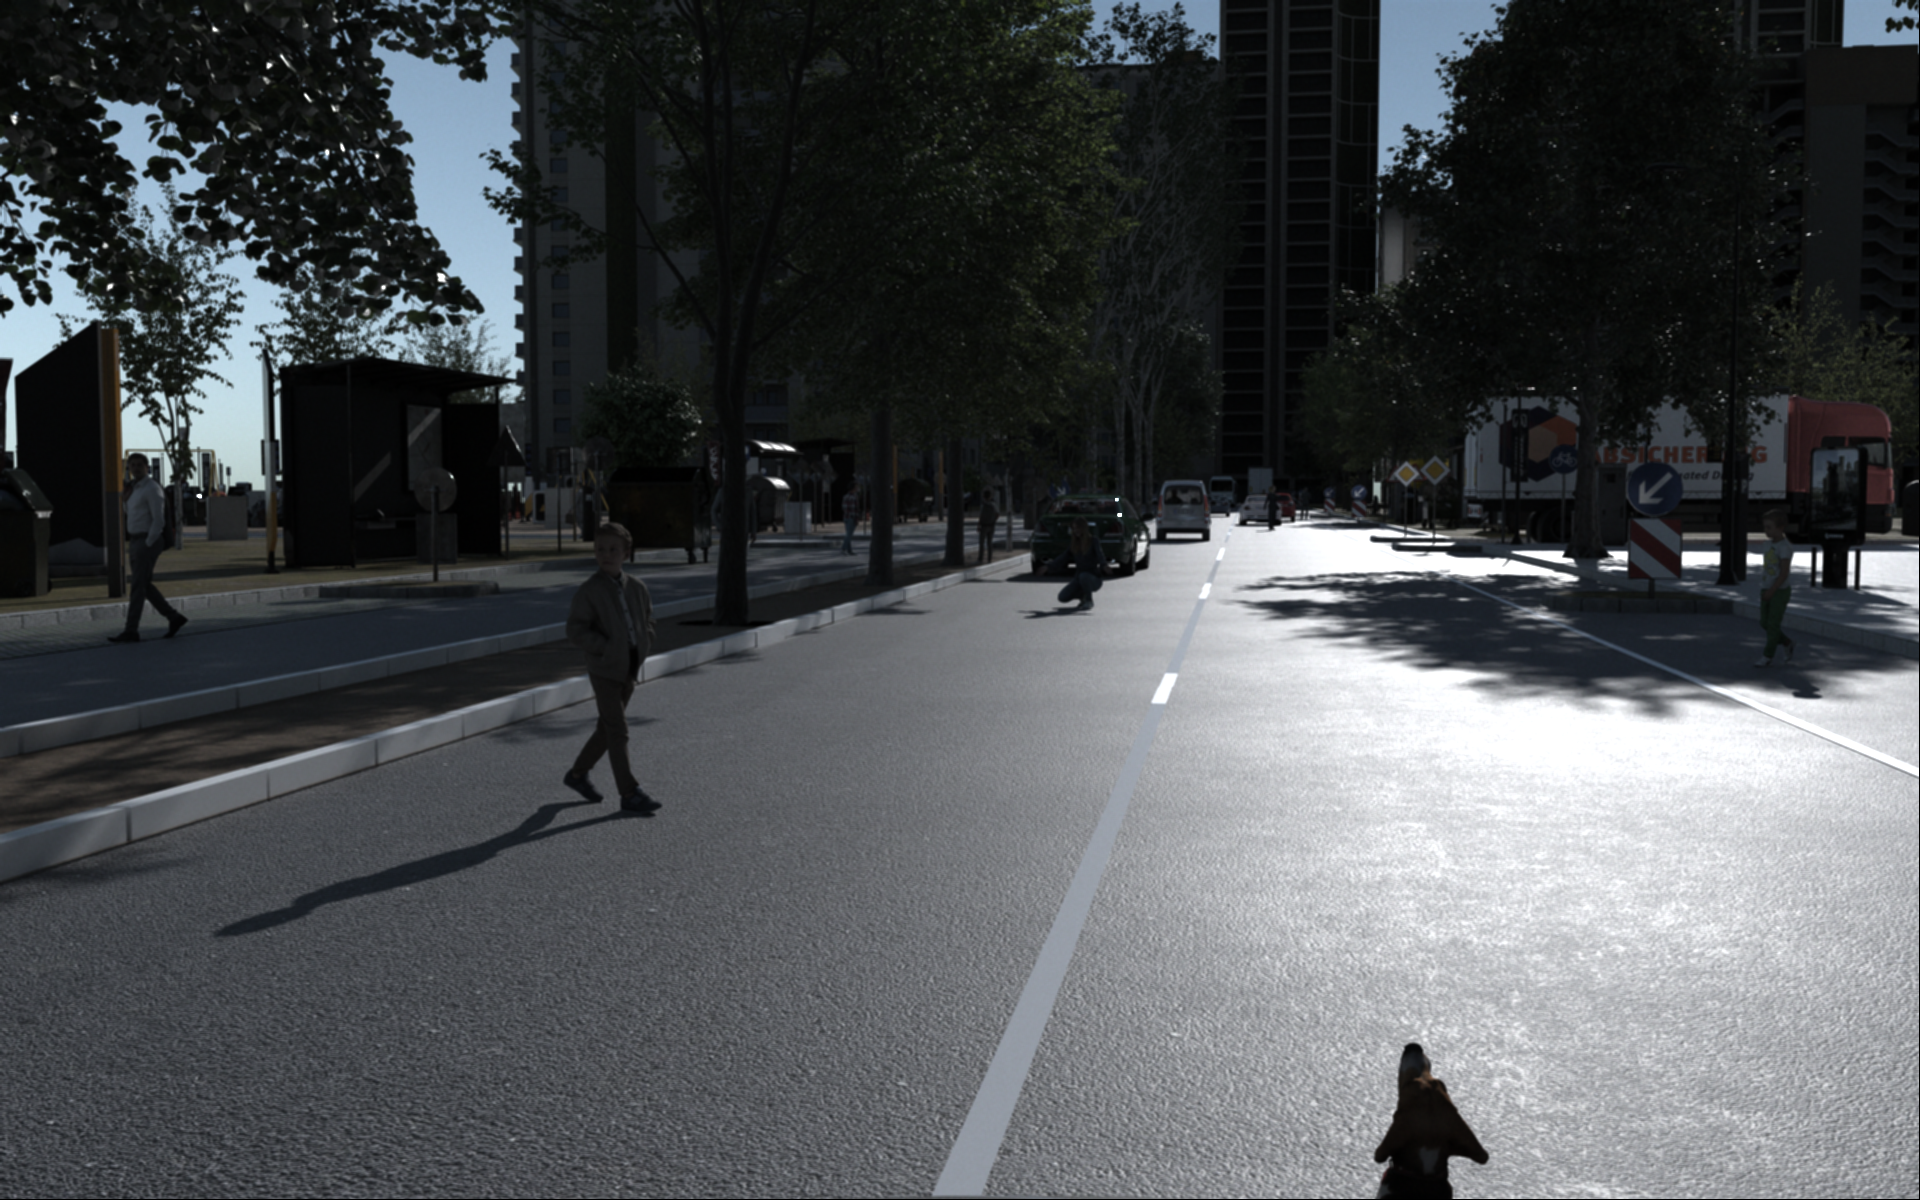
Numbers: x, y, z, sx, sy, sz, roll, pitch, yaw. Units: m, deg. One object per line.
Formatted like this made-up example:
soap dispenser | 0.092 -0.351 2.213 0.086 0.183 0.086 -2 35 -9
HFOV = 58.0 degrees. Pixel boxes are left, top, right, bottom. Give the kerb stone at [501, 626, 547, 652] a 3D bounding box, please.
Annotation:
kerb stone | -4.111 0.379 16.069 0.120 0.150 1.000 1 4 9

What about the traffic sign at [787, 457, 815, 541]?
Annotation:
traffic sign | -4.308 -2.648 46.930 0.795 2.450 0.064 1 4 9

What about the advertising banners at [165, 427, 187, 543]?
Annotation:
advertising banners | -20.853 -3.033 45.784 2.074 3.025 0.090 3 5 43

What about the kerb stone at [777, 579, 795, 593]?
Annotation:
kerb stone | -2.621 -0.181 25.152 0.120 0.150 1.000 1 4 9

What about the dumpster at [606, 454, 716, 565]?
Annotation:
dumpster | -6.126 -1.866 35.465 1.985 2.255 1.502 1 4 10

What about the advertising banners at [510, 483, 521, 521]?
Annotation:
advertising banners | -21.597 -5.311 83.024 0.090 3.025 2.074 -3 5 -39

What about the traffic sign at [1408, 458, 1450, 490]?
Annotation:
traffic sign | 26.395 -6.346 97.628 2.265 3.308 0.079 1 4 13

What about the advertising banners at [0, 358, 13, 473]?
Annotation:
advertising banners | -13.005 -1.564 21.762 2.074 3.025 0.090 -3 5 -40

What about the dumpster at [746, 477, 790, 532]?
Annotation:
dumpster | -6.613 -3.254 58.969 1.264 1.857 1.865 1 4 10

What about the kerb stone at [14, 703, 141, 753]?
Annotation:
kerb stone | -5.114 0.746 10.001 0.120 0.150 1.000 1 4 9

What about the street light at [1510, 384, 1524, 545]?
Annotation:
street light | 13.579 -4.359 43.813 1.470 5.913 1.316 1 4 9

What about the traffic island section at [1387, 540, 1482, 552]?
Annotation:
traffic island section | 12.136 -1.346 44.286 2.009 0.180 2.903 1 4 9

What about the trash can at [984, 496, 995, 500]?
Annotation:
trash can | 2.363 -7.210 129.531 0.748 1.137 0.748 0 3 0

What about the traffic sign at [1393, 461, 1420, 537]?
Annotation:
traffic sign | 13.411 -2.963 52.092 0.795 2.450 0.064 1 4 9

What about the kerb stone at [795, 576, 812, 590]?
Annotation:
kerb stone | -2.454 -0.242 26.160 0.120 0.150 1.000 1 4 9

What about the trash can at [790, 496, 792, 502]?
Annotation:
trash can | -11.654 -6.766 122.272 0.748 1.137 0.748 0 3 0

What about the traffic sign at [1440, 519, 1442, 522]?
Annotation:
traffic sign | 21.808 -4.791 78.447 0.768 2.556 0.104 1 4 19

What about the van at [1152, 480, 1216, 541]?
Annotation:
van | 7.024 -2.893 54.308 2.013 2.044 4.112 1 4 8

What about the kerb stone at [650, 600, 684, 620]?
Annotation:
kerb stone | -3.448 0.128 20.103 0.120 0.150 1.000 1 4 9

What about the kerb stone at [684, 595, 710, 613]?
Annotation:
kerb stone | -3.284 0.066 21.112 0.120 0.150 1.000 1 4 9

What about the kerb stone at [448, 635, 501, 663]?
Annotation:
kerb stone | -4.278 0.437 15.057 0.120 0.150 1.000 1 4 9

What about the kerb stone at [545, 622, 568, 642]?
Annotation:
kerb stone | -3.946 0.313 17.078 0.120 0.150 1.000 1 4 9

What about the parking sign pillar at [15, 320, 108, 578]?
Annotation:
parking sign pillar | -13.984 -2.361 27.074 1.447 3.967 1.447 0 4 -1

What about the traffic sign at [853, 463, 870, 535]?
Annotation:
traffic sign | -3.010 -3.129 54.809 0.795 2.450 0.064 1 4 9

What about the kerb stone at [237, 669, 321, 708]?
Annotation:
kerb stone | -4.774 0.622 12.031 0.120 0.150 1.000 1 4 9

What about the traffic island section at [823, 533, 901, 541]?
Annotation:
traffic island section | -3.034 -1.994 54.875 2.009 0.180 2.903 1 4 9

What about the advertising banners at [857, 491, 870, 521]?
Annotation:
advertising banners | -4.425 -5.282 82.545 0.090 3.025 2.074 1 4 22

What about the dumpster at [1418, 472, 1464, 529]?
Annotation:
dumpster | 18.109 -3.838 65.245 1.502 2.255 1.985 1 4 9

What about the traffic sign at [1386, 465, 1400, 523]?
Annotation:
traffic sign | 19.482 -4.738 77.470 0.884 2.594 0.081 1 4 16

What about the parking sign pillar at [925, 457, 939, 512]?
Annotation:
parking sign pillar | -2.220 -8.425 126.224 1.447 3.967 1.447 1 4 13

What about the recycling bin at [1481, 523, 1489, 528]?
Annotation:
recycling bin | 20.512 -3.295 66.425 0.722 1.027 0.722 -2 4 -24

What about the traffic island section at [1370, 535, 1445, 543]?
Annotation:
traffic island section | 13.435 -1.828 52.166 2.009 0.180 2.903 1 4 9

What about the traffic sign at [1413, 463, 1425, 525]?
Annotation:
traffic sign | 18.954 -4.414 72.165 0.884 2.594 0.081 1 4 17

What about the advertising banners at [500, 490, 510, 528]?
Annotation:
advertising banners | -17.515 -4.256 65.780 0.090 3.025 2.074 0 4 0

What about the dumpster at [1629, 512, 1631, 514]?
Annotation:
dumpster | 20.340 -3.183 54.534 1.502 2.255 1.985 1 4 9

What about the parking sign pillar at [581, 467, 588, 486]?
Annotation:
parking sign pillar | -21.822 -6.848 100.430 1.447 3.967 1.447 -1 4 -14

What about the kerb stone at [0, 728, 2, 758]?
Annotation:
kerb stone | -5.287 0.808 8.980 0.120 0.150 1.000 1 4 9

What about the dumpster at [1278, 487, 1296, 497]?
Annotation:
dumpster | 36.715 -11.601 194.624 1.985 2.255 1.502 1 4 9

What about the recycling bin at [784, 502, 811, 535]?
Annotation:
recycling bin | -5.166 -2.608 55.194 0.722 1.027 0.722 1 4 9

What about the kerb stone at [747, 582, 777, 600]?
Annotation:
kerb stone | -2.781 -0.118 24.141 0.120 0.150 1.000 1 4 9

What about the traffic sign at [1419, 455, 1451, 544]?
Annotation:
traffic sign | 12.112 -2.481 44.213 0.795 2.450 0.064 1 4 9

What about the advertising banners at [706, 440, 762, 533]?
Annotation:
advertising banners | -7.375 -3.690 56.513 2.074 3.025 0.090 -3 4 -38

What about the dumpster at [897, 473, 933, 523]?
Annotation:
dumpster | -2.120 -4.627 78.141 1.502 2.255 1.985 1 4 9

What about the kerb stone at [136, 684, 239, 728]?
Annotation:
kerb stone | -4.948 0.684 11.019 0.120 0.150 1.000 1 4 9

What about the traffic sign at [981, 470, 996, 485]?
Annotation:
traffic sign | 1.548 -5.817 95.108 0.884 2.594 0.081 1 4 10

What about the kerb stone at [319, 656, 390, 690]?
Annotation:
kerb stone | -4.611 0.564 13.040 0.120 0.150 1.000 1 4 9

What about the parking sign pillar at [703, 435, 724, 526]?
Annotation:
parking sign pillar | -9.691 -4.983 69.949 1.447 3.967 1.447 0 4 -6

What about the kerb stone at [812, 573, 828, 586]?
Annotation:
kerb stone | -2.285 -0.304 27.169 0.120 0.150 1.000 1 4 9

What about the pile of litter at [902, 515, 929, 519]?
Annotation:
pile of litter | -2.380 -4.660 90.162 1.176 0.858 1.719 -1 4 -20

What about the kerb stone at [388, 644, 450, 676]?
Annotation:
kerb stone | -4.445 0.500 14.049 0.120 0.150 1.000 1 4 9

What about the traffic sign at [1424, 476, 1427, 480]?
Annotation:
traffic sign | 26.441 -5.941 97.247 0.768 2.556 0.104 1 4 11

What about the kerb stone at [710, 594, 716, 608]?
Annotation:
kerb stone | -3.110 0.007 22.119 0.120 0.150 1.000 1 4 9

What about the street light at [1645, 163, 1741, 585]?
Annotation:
street light | 10.318 -3.172 24.396 1.470 5.913 1.316 1 4 9

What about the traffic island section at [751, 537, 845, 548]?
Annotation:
traffic island section | -4.333 -1.512 46.996 2.009 0.180 2.903 1 4 9
